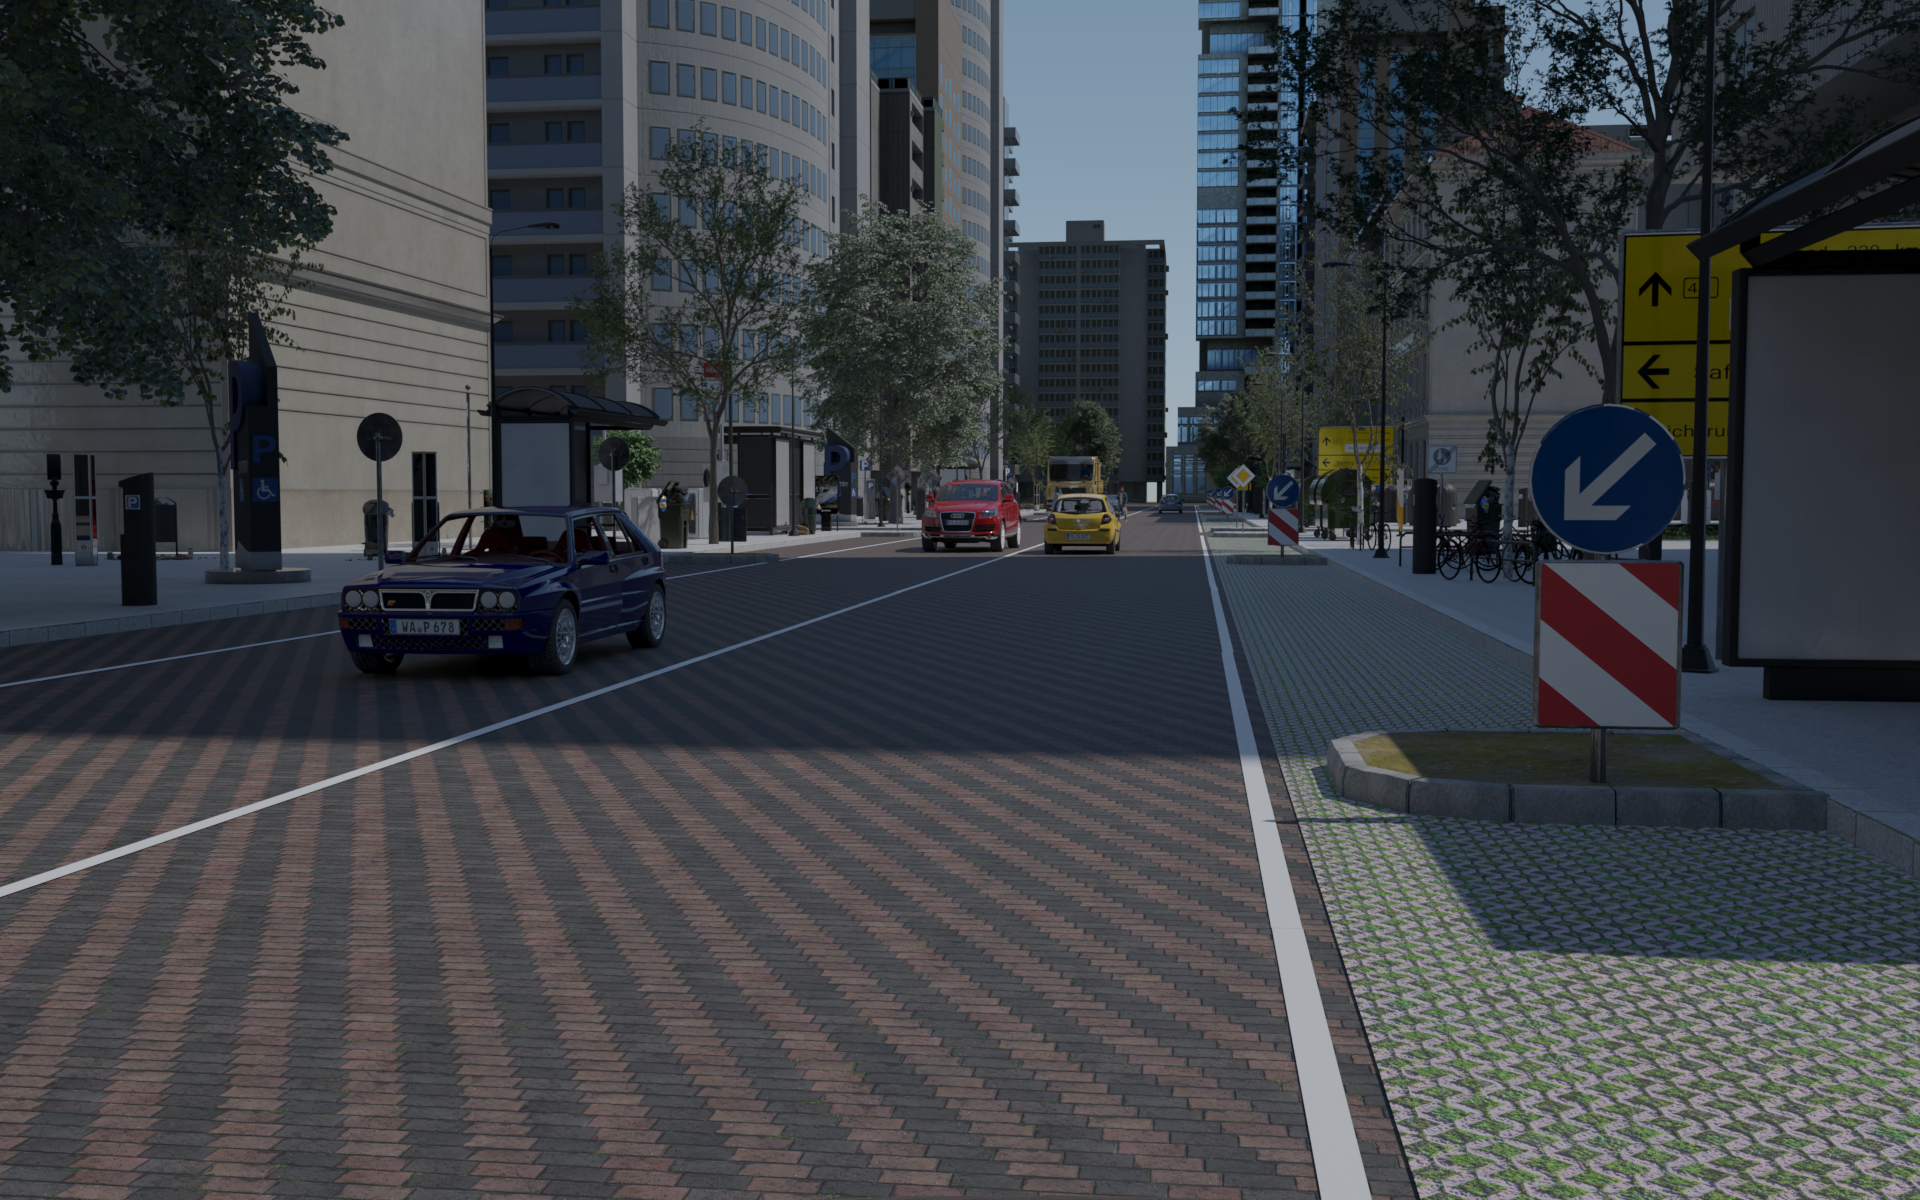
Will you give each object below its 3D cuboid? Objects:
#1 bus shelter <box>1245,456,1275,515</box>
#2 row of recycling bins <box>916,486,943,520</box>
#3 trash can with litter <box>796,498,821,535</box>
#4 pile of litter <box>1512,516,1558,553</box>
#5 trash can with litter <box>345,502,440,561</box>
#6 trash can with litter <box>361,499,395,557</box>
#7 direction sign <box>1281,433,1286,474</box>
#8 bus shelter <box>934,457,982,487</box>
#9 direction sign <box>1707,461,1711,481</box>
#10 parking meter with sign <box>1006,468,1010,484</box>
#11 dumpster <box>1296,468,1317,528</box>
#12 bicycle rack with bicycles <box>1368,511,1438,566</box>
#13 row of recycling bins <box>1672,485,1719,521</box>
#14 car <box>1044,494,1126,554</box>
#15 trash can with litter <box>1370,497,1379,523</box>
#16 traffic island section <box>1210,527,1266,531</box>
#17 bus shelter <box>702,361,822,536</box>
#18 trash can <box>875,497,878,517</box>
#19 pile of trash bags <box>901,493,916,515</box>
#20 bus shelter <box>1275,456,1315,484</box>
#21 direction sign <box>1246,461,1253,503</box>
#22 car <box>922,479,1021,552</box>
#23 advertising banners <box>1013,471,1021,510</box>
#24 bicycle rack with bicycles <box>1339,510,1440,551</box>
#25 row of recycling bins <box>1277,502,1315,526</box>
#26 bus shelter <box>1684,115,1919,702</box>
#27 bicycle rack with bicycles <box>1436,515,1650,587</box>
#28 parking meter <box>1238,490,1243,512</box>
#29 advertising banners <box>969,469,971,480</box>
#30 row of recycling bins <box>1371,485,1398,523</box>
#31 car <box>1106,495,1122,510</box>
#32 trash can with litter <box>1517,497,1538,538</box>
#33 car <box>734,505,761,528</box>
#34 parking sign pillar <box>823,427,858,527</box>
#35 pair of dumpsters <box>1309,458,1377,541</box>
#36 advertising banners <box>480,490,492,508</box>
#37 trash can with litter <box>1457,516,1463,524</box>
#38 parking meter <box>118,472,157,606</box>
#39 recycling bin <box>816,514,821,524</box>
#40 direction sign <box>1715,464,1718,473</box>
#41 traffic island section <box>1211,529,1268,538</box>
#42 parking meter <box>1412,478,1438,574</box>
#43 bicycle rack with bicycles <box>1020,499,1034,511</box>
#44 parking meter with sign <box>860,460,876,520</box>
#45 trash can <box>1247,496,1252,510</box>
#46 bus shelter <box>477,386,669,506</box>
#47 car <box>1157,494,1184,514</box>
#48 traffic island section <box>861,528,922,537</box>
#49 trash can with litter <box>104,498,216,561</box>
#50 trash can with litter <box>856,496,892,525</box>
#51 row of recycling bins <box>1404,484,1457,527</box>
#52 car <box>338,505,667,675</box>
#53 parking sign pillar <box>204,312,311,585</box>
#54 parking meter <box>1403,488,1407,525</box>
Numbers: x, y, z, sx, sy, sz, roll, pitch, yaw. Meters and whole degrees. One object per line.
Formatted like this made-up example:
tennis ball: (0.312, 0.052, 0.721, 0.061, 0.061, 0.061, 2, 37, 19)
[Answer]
bus shelter: (19.191, -7.302, 110.673, 1.731, 3.624, 6.357, 0, 4, 7)
row of recycling bins: (-1.169, -4.877, 86.854, 1.069, 1.692, 3.534, 2, 4, 24)
trash can with litter: (-4.782, -2.628, 54.353, 0.624, 1.170, 1.055, 1, 4, 10)
pile of litter: (12.724, -1.517, 38.773, 1.719, 0.858, 1.176, -2, 4, -35)
trash can with litter: (-10.848, -1.392, 33.814, 2.233, 1.210, 1.678, -2, 4, -24)
trash can with litter: (-12.092, -1.503, 35.960, 0.624, 1.170, 1.055, -1, 4, -13)
direction sign: (12.153, -4.473, 65.127, 0.379, 3.537, 0.876, 0, 4, 1)
bus shelter: (-0.138, -6.209, 95.442, 2.014, 3.302, 5.546, 0, 4, 8)
direction sign: (43.983, -6.757, 102.477, 0.379, 3.537, 0.876, -3, 4, -36)
parking meter with sign: (2.537, -7.316, 115.871, 1.738, 3.016, 0.543, 3, 5, 44)
dumpster: (13.715, -3.921, 66.609, 1.502, 2.255, 1.985, 0, 4, 8)
bicycle rack with bicycles: (8.905, -1.000, 29.736, 2.925, 0.926, 2.852, 0, 4, -2)
row of recycling bins: (35.804, -4.663, 83.350, 3.534, 1.692, 1.069, 1, 4, 15)
car: (3.047, -1.981, 42.614, 2.015, 1.641, 3.980, 0, 4, 8)
trash can with litter: (16.174, -3.529, 69.079, 1.055, 1.170, 0.624, -1, 4, -18)
traffic island section: (10.530, -2.659, 65.759, 2.009, 0.180, 2.903, 0, 4, 8)
bus shelter: (-6.338, -4.714, 54.714, 2.179, 5.291, 8.768, 0, 4, 8)
trash can: (-4.527, -5.203, 96.725, 0.748, 1.137, 0.748, 0, 3, 0)
pile of trash bags: (-2.517, -5.914, 106.453, 3.447, 1.369, 1.912, 2, 4, 23)
bus shelter: (18.403, -6.221, 95.630, 2.014, 3.302, 5.546, 0, 4, 8)
direction sign: (19.999, -7.815, 119.774, 0.379, 3.537, 0.876, 3, 5, 40)
car: (0.348, -2.200, 44.648, 2.281, 1.827, 5.304, 1, 4, 9)
advertising banners: (4.384, -8.401, 133.546, 0.090, 3.025, 2.074, -1, 4, -14)
bicycle rack with bicycles: (9.938, -1.599, 39.520, 2.852, 0.926, 2.925, 1, 4, 16)
row of recycling bins: (13.795, -3.816, 69.499, 1.069, 1.692, 3.534, 3, 5, 42)
bus shelter: (5.244, -0.872, 8.186, 2.014, 3.302, 5.546, 0, 4, 7)
bicycle rack with bicycles: (8.541, -0.701, 24.839, 2.852, 0.926, 2.925, -1, 4, -11)
parking meter: (19.614, -6.890, 121.067, 0.372, 1.533, 0.369, 0, 3, 0)
advertising banners: (0.576, -7.812, 123.911, 0.090, 3.025, 2.074, -1, 4, -9)
row of recycling bins: (19.348, -4.355, 78.322, 1.069, 1.692, 3.534, -1, 4, -21)
car: (13.942, -8.956, 158.800, 2.083, 1.381, 4.827, 0, 4, 7)
trash can with litter: (17.261, -2.436, 50.893, 2.233, 1.210, 1.678, -2, 4, -25)
car: (-9.248, -3.429, 65.655, 3.694, 1.707, 1.945, 0, 4, 7)
parking sign pillar: (-4.772, -4.915, 68.831, 1.447, 3.967, 1.447, 2, 4, 29)
pair of dumpsters: (10.861, -2.860, 49.247, 1.574, 2.255, 4.437, 0, 4, 8)
advertising banners: (-12.686, -3.270, 49.653, 2.074, 3.025, 0.090, -1, 4, -17)
trash can with litter: (21.284, -3.911, 75.335, 1.055, 1.170, 0.624, 0, 4, -6)
parking meter: (-9.475, -0.706, 19.960, 0.372, 1.533, 0.369, 0, 3, 0)
recycling bin: (-5.834, -3.842, 75.368, 0.722, 1.027, 0.722, 2, 4, 29)
direction sign: (57.639, -8.548, 131.762, 0.379, 3.537, 0.876, 0, 4, -4)
traffic island section: (9.467, -2.175, 57.845, 2.009, 0.180, 2.903, 0, 4, 8)
parking meter: (7.477, -1.189, 27.854, 0.372, 1.533, 0.369, 0, 3, 0)
bicycle rack with bicycles: (4.235, -7.100, 129.472, 2.852, 0.926, 2.925, 1, 4, 23)
parking meter with sign: (-4.619, -5.595, 87.738, 0.543, 3.016, 1.738, -1, 4, -16)
trash can: (22.840, -7.595, 135.826, 0.748, 1.137, 0.748, 0, 3, 0)
bus shelter: (-7.742, -2.533, 35.333, 2.014, 3.302, 5.546, 0, 4, 8)
car: (15.605, -7.121, 128.424, 2.014, 1.417, 4.499, 0, 4, 7)
traffic island section: (-2.170, -2.271, 59.407, 2.009, 0.180, 2.903, 0, 4, 8)
trash can with litter: (-15.929, -1.395, 33.865, 2.233, 1.210, 1.678, 0, 4, -2)
trash can with litter: (-3.970, -3.759, 72.516, 2.233, 1.210, 1.678, 1, 4, 13)
row of recycling bins: (18.998, -3.829, 69.714, 1.069, 1.692, 3.534, 0, 4, -6)
car: (-3.823, -0.149, 15.013, 1.945, 1.354, 3.894, 0, 4, 7)
parking sign pillar: (-10.237, -2.244, 25.154, 1.447, 3.967, 1.447, -2, 4, -32)
parking meter: (18.578, -3.933, 72.708, 0.372, 1.533, 0.369, 0, 3, 0)
